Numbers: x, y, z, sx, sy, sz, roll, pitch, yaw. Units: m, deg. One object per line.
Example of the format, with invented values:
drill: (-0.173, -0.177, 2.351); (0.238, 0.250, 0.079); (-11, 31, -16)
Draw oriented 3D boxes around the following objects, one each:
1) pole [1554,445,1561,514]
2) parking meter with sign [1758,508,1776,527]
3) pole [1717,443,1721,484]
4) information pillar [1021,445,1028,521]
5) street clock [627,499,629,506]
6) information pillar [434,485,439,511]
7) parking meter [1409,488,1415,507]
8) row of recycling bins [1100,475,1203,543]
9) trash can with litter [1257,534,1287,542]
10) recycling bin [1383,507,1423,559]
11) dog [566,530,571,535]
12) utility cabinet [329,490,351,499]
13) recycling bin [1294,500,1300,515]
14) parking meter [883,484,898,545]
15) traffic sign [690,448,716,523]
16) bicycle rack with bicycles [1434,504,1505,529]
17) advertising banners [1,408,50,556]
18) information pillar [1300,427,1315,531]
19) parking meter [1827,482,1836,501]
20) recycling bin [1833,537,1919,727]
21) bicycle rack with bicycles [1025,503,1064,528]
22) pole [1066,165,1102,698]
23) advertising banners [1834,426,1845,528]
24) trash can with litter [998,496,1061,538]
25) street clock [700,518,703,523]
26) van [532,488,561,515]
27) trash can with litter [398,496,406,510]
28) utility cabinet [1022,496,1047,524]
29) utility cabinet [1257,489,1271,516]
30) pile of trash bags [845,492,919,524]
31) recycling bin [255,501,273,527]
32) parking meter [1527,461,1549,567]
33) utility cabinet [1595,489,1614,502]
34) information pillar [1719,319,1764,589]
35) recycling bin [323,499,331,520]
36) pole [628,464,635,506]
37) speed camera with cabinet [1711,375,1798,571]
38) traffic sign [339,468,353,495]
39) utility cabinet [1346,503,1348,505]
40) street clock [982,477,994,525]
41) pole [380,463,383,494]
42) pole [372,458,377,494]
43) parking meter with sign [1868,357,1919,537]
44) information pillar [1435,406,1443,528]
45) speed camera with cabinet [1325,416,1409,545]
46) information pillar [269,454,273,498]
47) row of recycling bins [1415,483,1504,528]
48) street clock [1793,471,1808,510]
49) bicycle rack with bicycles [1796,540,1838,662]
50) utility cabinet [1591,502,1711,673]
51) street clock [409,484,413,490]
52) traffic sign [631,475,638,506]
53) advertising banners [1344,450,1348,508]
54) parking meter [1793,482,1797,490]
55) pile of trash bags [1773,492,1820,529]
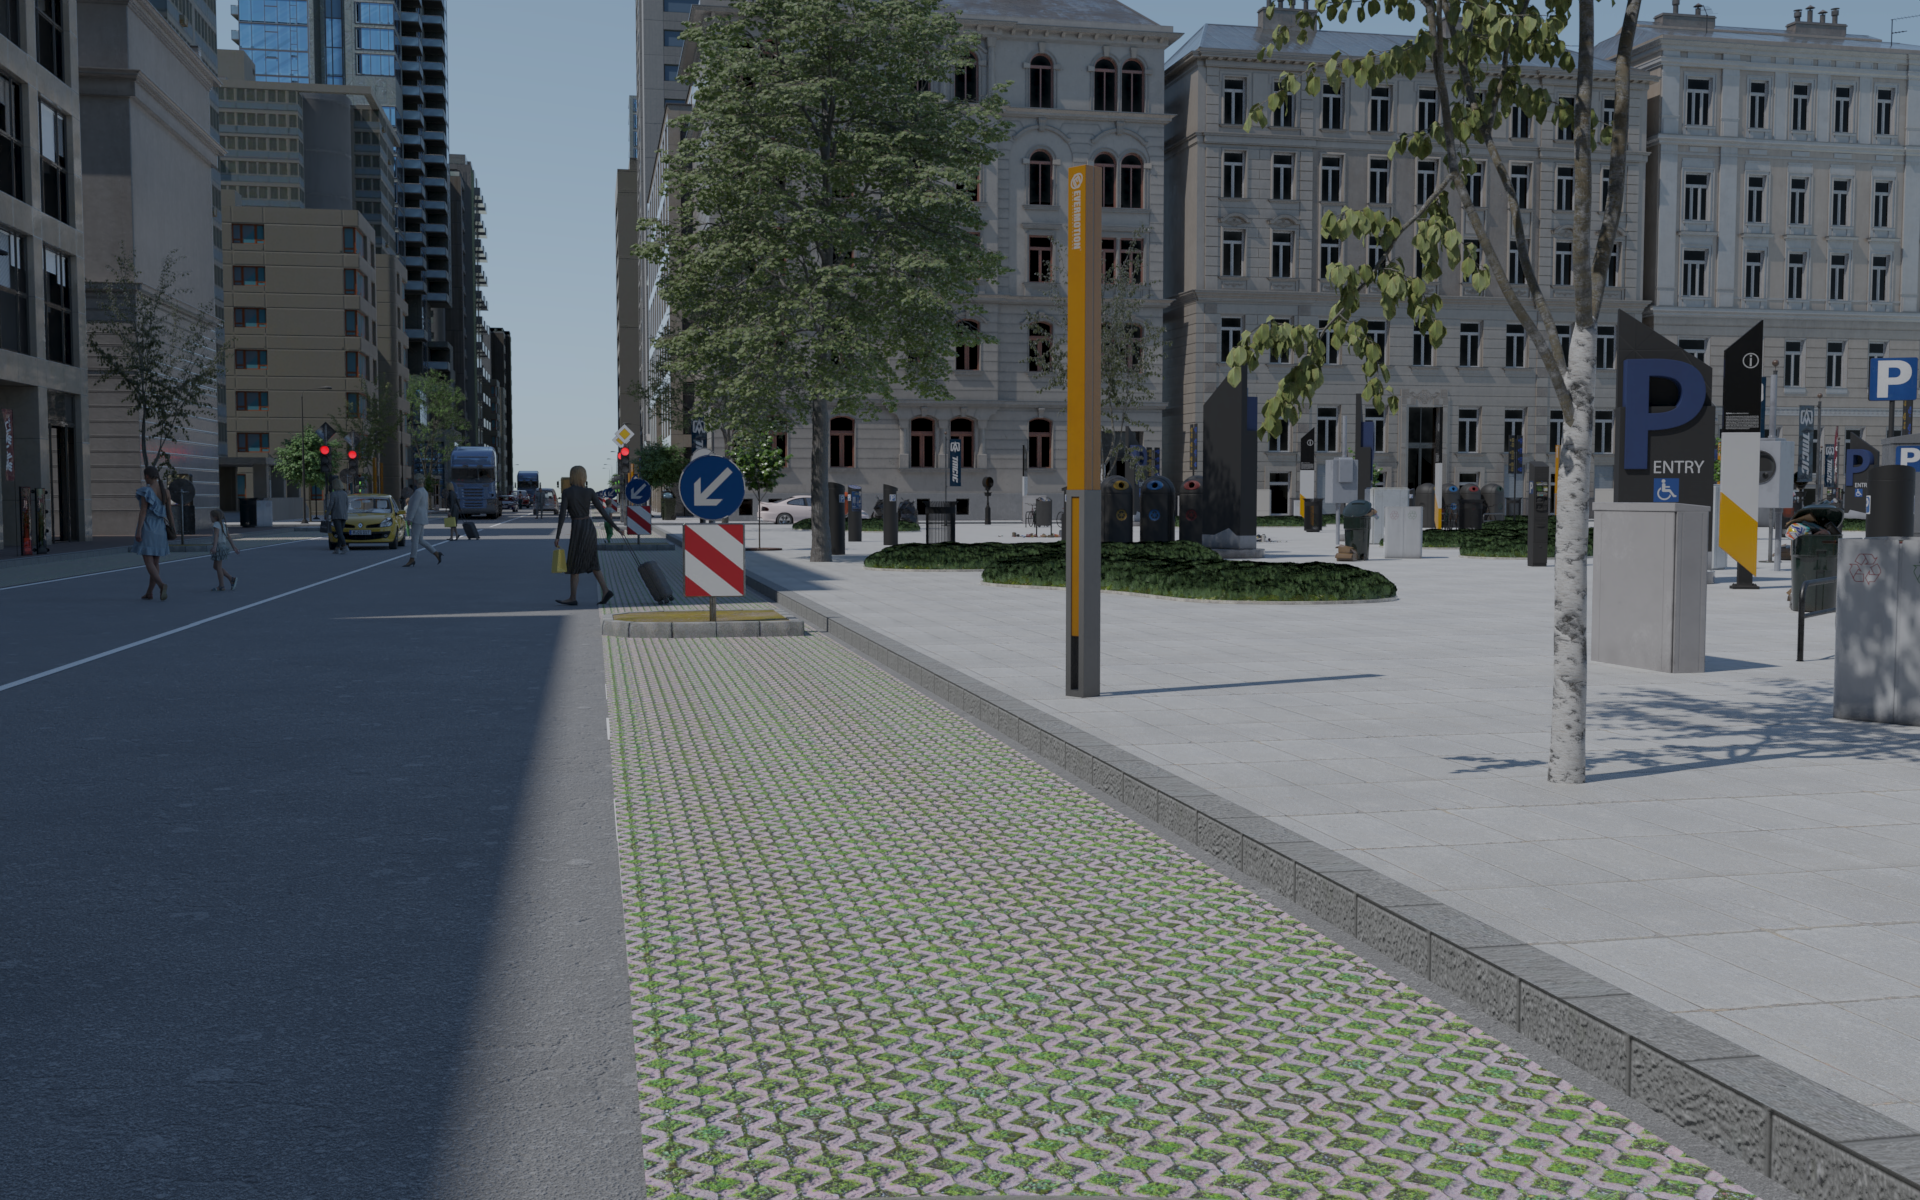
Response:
pole: (24.921, -4.794, 72.219); (0.158, 3.312, 0.155); (0, 3, 0)
parking meter with sign: (31.095, -4.311, 66.742); (1.738, 3.016, 0.543); (1, 4, 21)
pole: (30.021, -4.561, 68.415); (0.158, 3.312, 0.155); (0, 3, 0)
information pillar: (3.080, -5.554, 82.162); (0.183, 3.616, 0.504); (1, 4, 22)
street clock: (-27.462, -8.476, 143.157); (0.471, 2.002, 0.358); (-1, 4, -10)
information pillar: (-40.453, -7.910, 133.813); (0.304, 2.012, 0.304); (-3, 5, -42)
parking meter: (19.965, -4.184, 76.820); (0.372, 1.533, 0.369); (0, 3, 0)
row of recycling bins: (4.763, -1.907, 38.295); (3.534, 1.692, 1.069); (1, 4, 17)
trash can with litter: (8.052, -2.384, 50.042); (2.233, 1.210, 1.678); (-3, 5, -41)
recycling bin: (8.882, -1.356, 34.732); (0.722, 1.027, 0.722); (1, 4, 11)
dog: (-13.685, -2.712, 61.170); (0.800, 0.831, 0.513); (-3, 5, -45)
utility cabinet: (-36.193, -5.657, 101.163); (1.173, 1.500, 0.318); (0, 4, 6)
recycling bin: (13.987, -3.554, 70.663); (0.722, 1.027, 0.722); (1, 4, 11)
parking meter: (-1.737, -2.139, 43.381); (0.372, 1.533, 0.369); (0, 3, 0)
traffic sign: (-7.072, -2.927, 47.956); (0.768, 2.556, 0.104); (0, 4, -4)
bicycle rack with bicycles: (17.831, -2.927, 61.239); (2.852, 0.926, 2.925); (3, 5, 41)
advertising banners: (-19.509, -2.444, 36.145); (0.090, 3.025, 2.074); (0, 4, -6)
information pillar: (12.099, -4.216, 60.292); (0.504, 3.616, 0.183); (0, 4, 7)
parking meter: (40.542, -4.580, 80.598); (0.399, 1.863, 0.255); (-2, 4, -33)
recycling bin: (5.486, 0.166, 9.837); (0.722, 1.027, 0.722); (-3, 4, -39)
bicycle rack with bicycles: (3.526, -3.270, 66.854); (2.852, 0.926, 2.925); (2, 4, 28)
pole: (0.780, -1.043, 10.900); (0.158, 3.312, 0.155); (0, 3, 0)
advertising banners: (22.168, -2.905, 43.691); (0.090, 3.025, 2.074); (1, 4, 22)
trash can with litter: (2.214, -2.478, 51.576); (2.233, 1.210, 1.678); (2, 4, 33)
street clock: (-7.178, -2.676, 48.330); (0.358, 2.002, 0.471); (-1, 4, -8)
van: (-29.049, -7.003, 121.516); (2.013, 2.044, 4.112); (-1, 4, -11)
trash can with litter: (-37.407, -6.468, 117.141); (0.624, 1.170, 1.055); (2, 4, 29)
utility cabinet: (3.185, -3.841, 73.956); (1.020, 1.237, 0.306); (0, 4, 4)
utility cabinet: (14.328, -4.558, 83.200); (1.173, 1.500, 0.318); (2, 4, 23)
pile of trash bags: (-3.318, -3.671, 69.768); (3.447, 1.369, 1.912); (0, 4, 4)
recycling bin: (-27.246, -3.358, 67.461); (0.722, 1.027, 0.722); (-3, 4, -38)
parking meter: (10.226, -1.524, 30.631); (0.255, 1.863, 0.399); (0, 4, 1)
utility cabinet: (26.375, -3.765, 70.236); (1.173, 1.500, 0.318); (3, 5, 45)
information pillar: (10.520, -1.955, 23.311); (0.504, 3.616, 0.183); (1, 4, 10)
recycling bin: (-31.265, -4.509, 86.271); (0.722, 1.027, 0.722); (-2, 4, -30)
pole: (-22.095, -7.529, 116.949); (0.158, 3.312, 0.155); (0, 3, 0)
speed camera with cabinet: (12.890, -2.131, 29.181); (0.660, 3.252, 2.038); (-3, 5, -41)
traffic sign: (-30.217, -5.220, 85.453); (0.768, 2.556, 0.104); (0, 4, -8)
utility cabinet: (12.331, -2.556, 52.952); (1.020, 1.237, 0.306); (0, 4, -3)
street clock: (1.163, -4.139, 72.239); (0.358, 2.002, 0.471); (3, 5, 45)
pole: (-37.682, -7.278, 112.833); (0.158, 3.312, 0.155); (0, 3, 0)
pole: (-32.775, -6.311, 97.021); (0.158, 3.312, 0.155); (0, 3, 0)
parking meter with sign: (11.661, -1.540, 21.432); (0.543, 3.016, 1.738); (1, 4, 19)
information pillar: (12.861, -3.374, 46.519); (0.183, 3.616, 0.504); (0, 4, 4)
speed camera with cabinet: (10.373, -3.045, 44.115); (2.038, 3.252, 0.660); (-1, 4, -9)
information pillar: (-40.379, -6.754, 101.789); (0.504, 3.616, 0.183); (2, 4, 24)
row of recycling bins: (19.015, -3.603, 66.016); (3.534, 1.692, 1.069); (-1, 4, -13)
street clock: (26.096, -3.010, 53.784); (0.471, 2.002, 0.358); (2, 4, 32)
bicycle rack with bicycles: (7.885, -0.001, 13.405); (2.852, 0.926, 2.925); (3, 5, 41)
utility cabinet: (5.115, -0.104, 12.867); (0.306, 1.237, 1.020); (-1, 4, -13)
street clock: (-40.500, -7.538, 127.824); (0.358, 2.002, 0.471); (-1, 4, -14)
traffic sign: (-21.742, -7.120, 116.510); (0.768, 2.556, 0.104); (-1, 4, -11)
advertising banners: (15.201, -4.402, 68.158); (0.090, 3.025, 2.074); (1, 4, 15)
parking meter: (39.181, -4.640, 81.582); (0.255, 1.863, 0.399); (0, 4, -4)
pile of trash bags: (30.564, -3.256, 62.984); (1.912, 1.369, 3.447); (3, 5, 41)
